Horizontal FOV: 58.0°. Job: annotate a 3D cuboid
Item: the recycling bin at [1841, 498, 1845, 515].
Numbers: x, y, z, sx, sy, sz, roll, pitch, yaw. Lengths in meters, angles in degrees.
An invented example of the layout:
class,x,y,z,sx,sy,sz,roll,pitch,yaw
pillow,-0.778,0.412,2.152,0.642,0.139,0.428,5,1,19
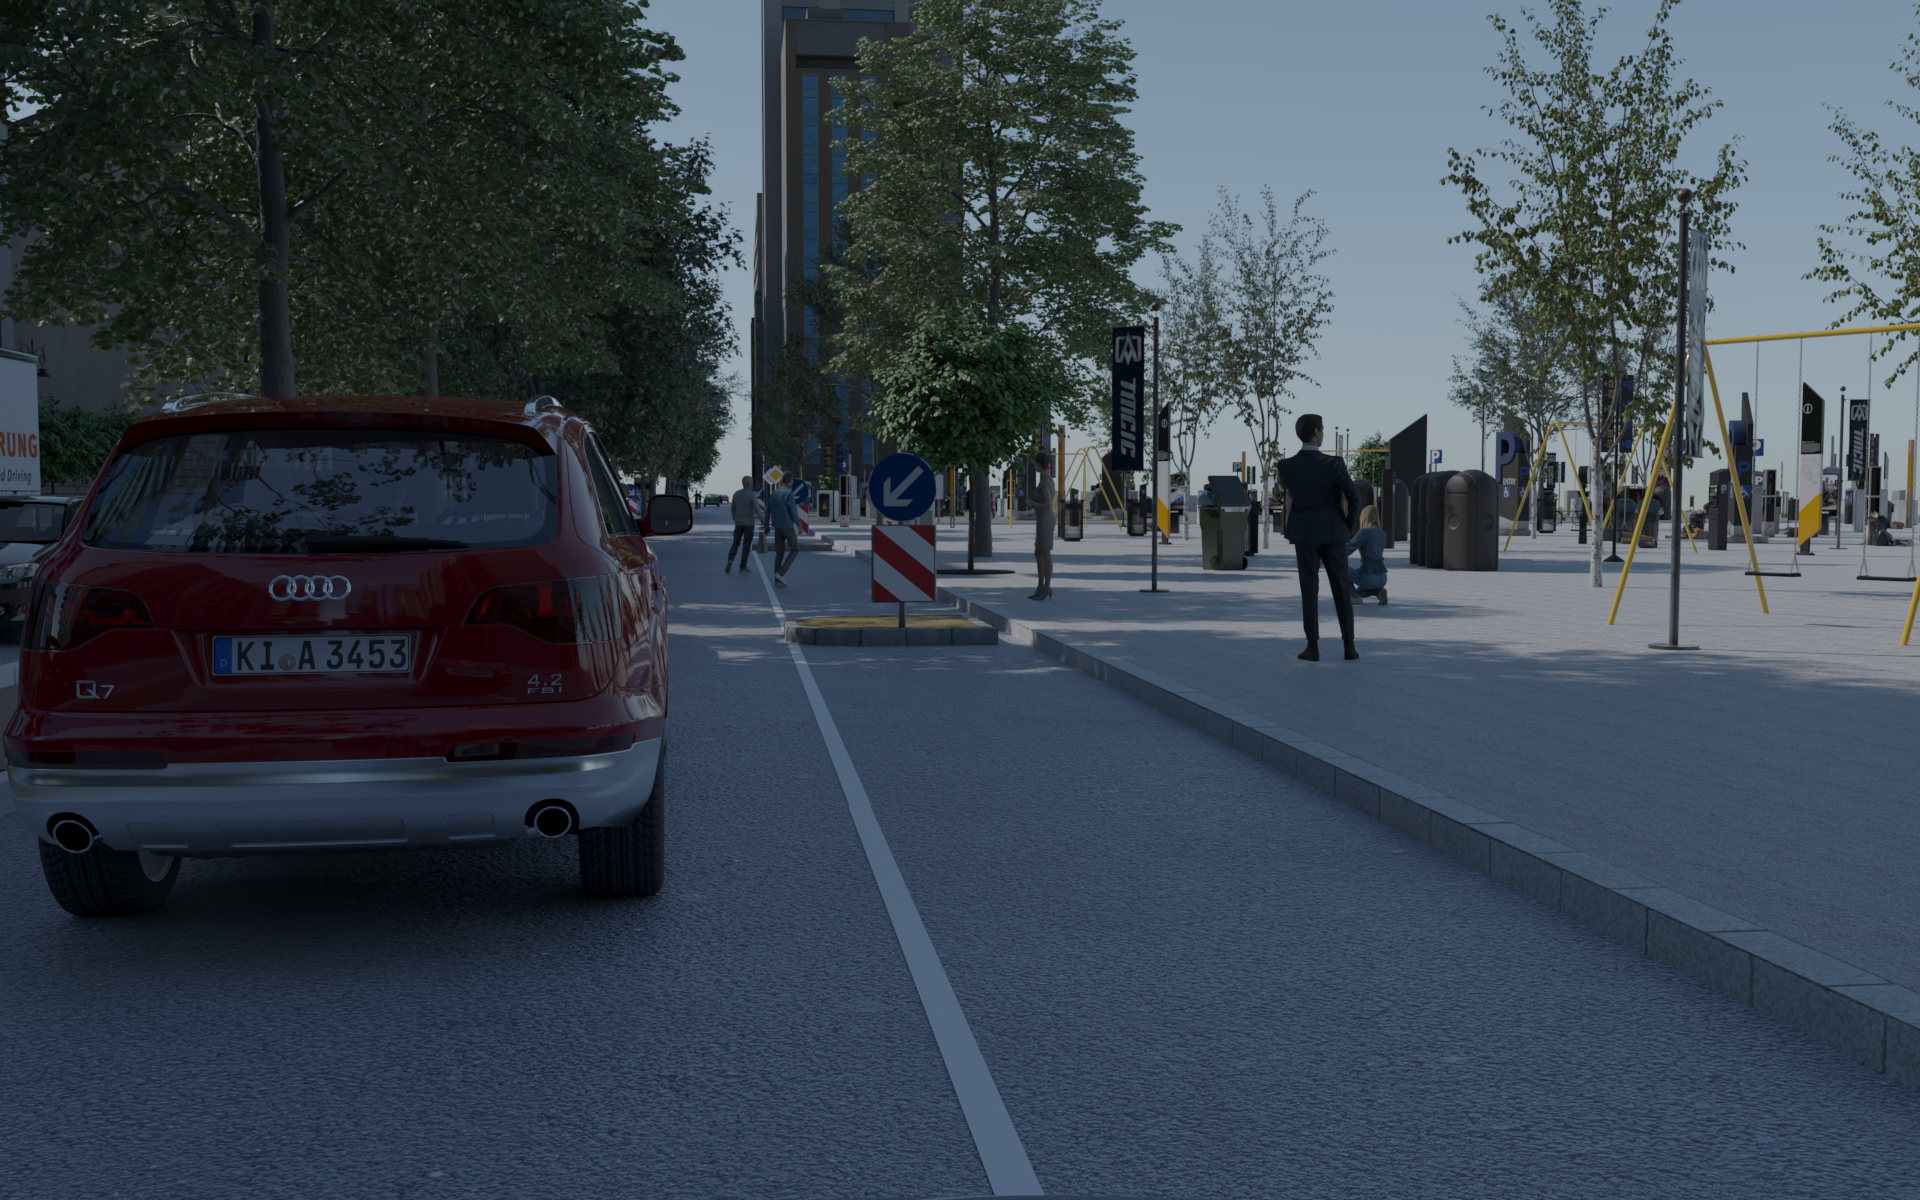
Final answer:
class,x,y,z,sx,sy,sz,roll,pitch,yaw
recycling bin,55.612,-5.863,108.406,0.722,1.027,0.722,1,4,10

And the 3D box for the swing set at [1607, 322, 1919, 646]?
class,x,y,z,sx,sy,sz,roll,pitch,yaw
swing set,8.401,-1.152,16.459,2.862,2.851,3.119,-2,4,-35

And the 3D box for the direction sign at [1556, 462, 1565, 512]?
class,x,y,z,sx,sy,sz,roll,pitch,yaw
direction sign,41.733,-7.864,120.569,0.876,3.537,0.379,-1,4,-18

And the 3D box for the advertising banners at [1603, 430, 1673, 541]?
class,x,y,z,sx,sy,sz,roll,pitch,yaw
advertising banners,18.384,-3.115,47.126,2.074,3.025,0.090,0,4,-1

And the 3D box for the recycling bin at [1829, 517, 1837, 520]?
class,x,y,z,sx,sy,sz,roll,pitch,yaw
recycling bin,42.662,-4.450,85.316,0.722,1.027,0.722,-1,4,-18

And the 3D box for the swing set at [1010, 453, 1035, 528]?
class,x,y,z,sx,sy,sz,roll,pitch,yaw
swing set,3.487,-4.211,66.467,3.119,2.851,2.862,0,4,1

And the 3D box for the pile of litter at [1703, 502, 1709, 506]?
class,x,y,z,sx,sy,sz,roll,pitch,yaw
pile of litter,39.213,-4.741,91.479,1.719,0.858,1.176,-2,4,-28

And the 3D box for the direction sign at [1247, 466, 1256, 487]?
class,x,y,z,sx,sy,sz,roll,pitch,yaw
direction sign,23.484,-9.036,139.729,0.876,3.537,0.379,-2,4,-27

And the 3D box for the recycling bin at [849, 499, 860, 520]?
class,x,y,z,sx,sy,sz,roll,pitch,yaw
recycling bin,-5.394,-4.447,85.260,0.722,1.027,0.722,2,4,27

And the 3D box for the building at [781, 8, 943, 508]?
class,x,y,z,sx,sy,sz,roll,pitch,yaw
building,-9.530,-31.326,162.286,14.600,45.320,14.200,0,4,-8

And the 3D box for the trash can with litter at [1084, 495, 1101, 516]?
class,x,y,z,sx,sy,sz,roll,pitch,yaw
trash can with litter,7.586,-5.498,100.942,1.678,1.210,2.233,2,4,30

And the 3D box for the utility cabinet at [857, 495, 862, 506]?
class,x,y,z,sx,sy,sz,roll,pitch,yaw
utility cabinet,-8.027,-8.065,143.020,1.020,1.237,0.306,1,4,19

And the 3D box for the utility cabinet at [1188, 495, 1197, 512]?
class,x,y,z,sx,sy,sz,roll,pitch,yaw
utility cabinet,16.717,-6.984,125.343,1.020,1.237,0.306,-3,4,-39

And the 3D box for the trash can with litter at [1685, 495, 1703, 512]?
class,x,y,z,sx,sy,sz,roll,pitch,yaw
trash can with litter,54.081,-7.110,127.298,2.233,1.210,1.678,-3,5,-42

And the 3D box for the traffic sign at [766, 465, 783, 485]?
class,x,y,z,sx,sy,sz,roll,pitch,yaw
traffic sign,-7.346,-4.101,69.246,0.795,2.593,0.064,0,4,-8

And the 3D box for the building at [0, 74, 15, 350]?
class,x,y,z,sx,sy,sz,roll,pitch,yaw
building,-40.195,-17.426,56.616,14.107,30.474,14.160,0,4,-8

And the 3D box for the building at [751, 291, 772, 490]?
class,x,y,z,sx,sy,sz,roll,pitch,yaw
building,-22.180,-29.074,247.059,14.160,30.474,14.107,0,4,-8

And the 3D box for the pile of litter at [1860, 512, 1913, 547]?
class,x,y,z,sx,sy,sz,roll,pitch,yaw
pile of litter,23.053,-1.777,43.020,1.176,0.858,1.719,1,4,22

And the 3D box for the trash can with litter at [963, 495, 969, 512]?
class,x,y,z,sx,sy,sz,roll,pitch,yaw
trash can with litter,0.452,-6.762,121.620,1.678,1.210,2.233,-3,4,-38

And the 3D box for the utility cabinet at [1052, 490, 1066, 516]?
class,x,y,z,sx,sy,sz,roll,pitch,yaw
utility cabinet,5.541,-5.578,99.877,1.173,1.500,0.318,3,5,43

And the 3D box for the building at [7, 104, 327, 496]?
class,x,y,z,sx,sy,sz,roll,pitch,yaw
building,-36.904,-13.337,82.680,10.561,19.102,19.286,0,4,-8

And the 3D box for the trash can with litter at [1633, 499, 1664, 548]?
class,x,y,z,sx,sy,sz,roll,pitch,yaw
trash can with litter,16.470,-1.829,41.287,0.624,1.170,1.055,1,4,18

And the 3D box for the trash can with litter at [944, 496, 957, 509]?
class,x,y,z,sx,sy,sz,roll,pitch,yaw
trash can with litter,-0.618,-7.187,128.886,1.055,1.170,0.624,-1,4,-21

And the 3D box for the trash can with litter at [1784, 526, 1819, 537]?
class,x,y,z,sx,sy,sz,roll,pitch,yaw
trash can with litter,24.907,-2.437,51.235,0.624,1.170,1.055,-2,4,-30

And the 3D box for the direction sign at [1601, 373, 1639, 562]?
class,x,y,z,sx,sy,sz,roll,pitch,yaw
direction sign,12.395,-2.491,32.724,0.876,3.537,0.379,-2,4,-32

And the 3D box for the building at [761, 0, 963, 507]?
class,x,y,z,sx,sy,sz,roll,pitch,yaw
building,-10.330,-39.213,183.129,21.231,58.520,28.212,0,4,-8

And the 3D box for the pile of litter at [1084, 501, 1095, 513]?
class,x,y,z,sx,sy,sz,roll,pitch,yaw
pile of litter,8.780,-6.251,116.162,1.719,0.858,1.176,0,4,3

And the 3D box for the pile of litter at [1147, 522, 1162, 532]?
class,x,y,z,sx,sy,sz,roll,pitch,yaw
pile of litter,6.767,-2.779,59.406,1.719,0.858,1.176,0,4,-6

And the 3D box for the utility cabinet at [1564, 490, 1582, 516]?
class,x,y,z,sx,sy,sz,roll,pitch,yaw
utility cabinet,36.257,-5.725,102.279,1.173,1.500,0.318,-1,4,-17

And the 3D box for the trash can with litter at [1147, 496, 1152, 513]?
class,x,y,z,sx,sy,sz,roll,pitch,yaw
trash can with litter,12.765,-6.309,114.537,1.055,1.170,0.624,1,4,11

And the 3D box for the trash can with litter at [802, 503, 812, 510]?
class,x,y,z,sx,sy,sz,roll,pitch,yaw
trash can with litter,-12.430,-7.826,139.338,1.055,1.170,0.624,0,4,3

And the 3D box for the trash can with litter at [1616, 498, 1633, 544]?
class,x,y,z,sx,sy,sz,roll,pitch,yaw
trash can with litter,17.240,-2.033,44.620,0.624,1.170,1.055,1,4,9

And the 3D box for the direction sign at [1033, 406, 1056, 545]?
class,x,y,z,sx,sy,sz,roll,pitch,yaw
direction sign,2.041,-3.155,43.577,0.379,3.537,0.876,-2,4,-29

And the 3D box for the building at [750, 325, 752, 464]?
class,x,y,z,sx,sy,sz,roll,pitch,yaw
building,-27.017,-31.234,282.372,14.160,30.474,14.107,0,4,-8

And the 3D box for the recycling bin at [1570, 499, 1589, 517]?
class,x,y,z,sx,sy,sz,roll,pitch,yaw
recycling bin,32.807,-4.841,91.708,0.722,1.027,0.722,0,4,-1

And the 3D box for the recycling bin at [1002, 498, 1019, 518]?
class,x,y,z,sx,sy,sz,roll,pitch,yaw
recycling bin,2.812,-4.928,93.130,0.722,1.027,0.722,-1,4,-12

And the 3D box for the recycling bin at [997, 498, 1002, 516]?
class,x,y,z,sx,sy,sz,roll,pitch,yaw
recycling bin,2.587,-5.336,99.794,0.722,1.027,0.722,-1,4,-13

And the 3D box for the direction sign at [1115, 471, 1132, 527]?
class,x,y,z,sx,sy,sz,roll,pitch,yaw
direction sign,6.329,-4.591,67.063,0.876,3.537,0.379,-3,5,-41

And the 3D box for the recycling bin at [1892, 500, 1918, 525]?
class,x,y,z,sx,sy,sz,roll,pitch,yaw
recycling bin,39.105,-3.616,71.672,0.722,1.027,0.722,-2,4,-32

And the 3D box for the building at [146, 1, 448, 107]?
class,x,y,z,sx,sy,sz,roll,pitch,yaw
building,-56.224,-34.889,159.678,28.713,52.752,27.495,0,4,-8

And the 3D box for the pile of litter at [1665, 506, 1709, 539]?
class,x,y,z,sx,sy,sz,roll,pitch,yaw
pile of litter,20.883,-2.164,49.350,1.176,0.858,1.719,-1,4,-13

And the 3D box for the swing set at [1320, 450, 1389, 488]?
class,x,y,z,sx,sy,sz,roll,pitch,yaw
swing set,14.014,-3.910,61.555,3.119,2.851,2.862,1,4,18

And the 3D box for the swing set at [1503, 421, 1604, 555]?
class,x,y,z,sx,sy,sz,roll,pitch,yaw
swing set,13.940,-2.466,37.933,3.119,2.851,2.862,-2,4,-28

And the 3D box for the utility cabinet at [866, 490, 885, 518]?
class,x,y,z,sx,sy,sz,roll,pitch,yaw
utility cabinet,-4.422,-5.065,91.496,0.318,1.500,1.173,3,5,44

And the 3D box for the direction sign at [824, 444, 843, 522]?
class,x,y,z,sx,sy,sz,roll,pitch,yaw
direction sign,-5.725,-5.283,78.369,0.876,3.537,0.379,0,4,0

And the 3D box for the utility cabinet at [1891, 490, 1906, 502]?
class,x,y,z,sx,sy,sz,roll,pitch,yaw
utility cabinet,47.907,-4.880,88.473,0.318,1.500,1.173,1,4,10

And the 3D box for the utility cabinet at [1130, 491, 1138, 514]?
class,x,y,z,sx,sy,sz,roll,pitch,yaw
utility cabinet,10.487,-6.062,107.793,1.173,1.500,0.318,1,4,10

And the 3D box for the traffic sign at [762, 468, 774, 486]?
class,x,y,z,sx,sy,sz,roll,pitch,yaw
traffic sign,-8.396,-4.585,77.162,0.795,2.593,0.064,0,4,-8

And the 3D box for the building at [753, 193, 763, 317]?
class,x,y,z,sx,sy,sz,roll,pitch,yaw
building,-20.340,-39.206,264.726,21.300,48.544,21.600,0,4,-8

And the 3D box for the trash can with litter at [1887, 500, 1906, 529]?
class,x,y,z,sx,sy,sz,roll,pitch,yaw
trash can with litter,34.151,-3.186,63.473,0.624,1.170,1.055,-2,4,-25

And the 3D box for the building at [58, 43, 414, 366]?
class,x,y,z,sx,sy,sz,roll,pitch,yaw
building,-41.558,-18.973,103.712,14.314,27.812,24.014,0,4,-8

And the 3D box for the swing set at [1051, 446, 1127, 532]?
class,x,y,z,sx,sy,sz,roll,pitch,yaw
swing set,4.200,-3.674,57.688,2.862,2.851,3.119,0,4,-3

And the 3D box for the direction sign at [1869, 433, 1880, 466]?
class,x,y,z,sx,sy,sz,roll,pitch,yaw
direction sign,34.150,-4.450,64.759,0.876,3.537,0.379,-3,5,-43

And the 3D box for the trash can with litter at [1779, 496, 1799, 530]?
class,x,y,z,sx,sy,sz,roll,pitch,yaw
trash can with litter,29.299,-3.094,61.650,2.233,1.210,1.678,0,4,4
